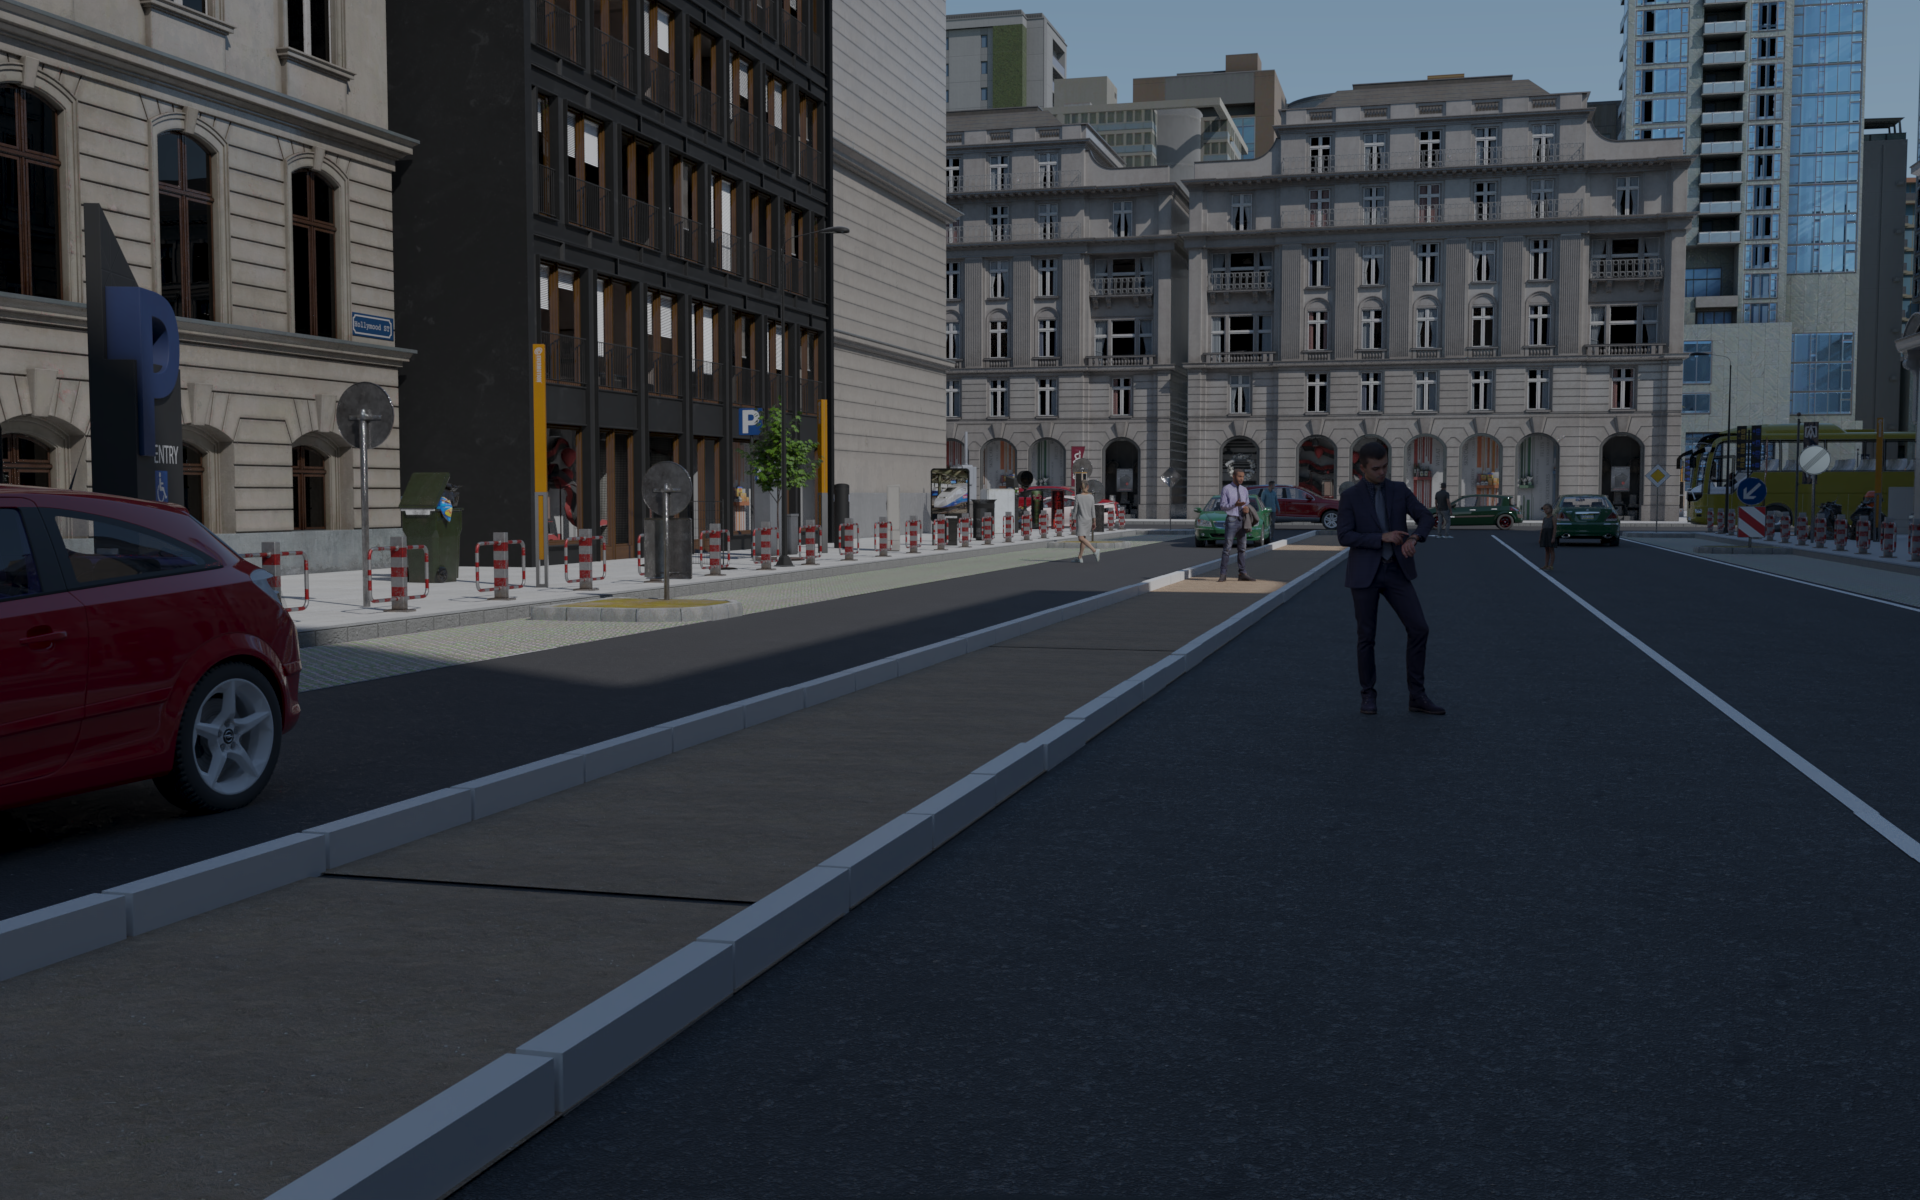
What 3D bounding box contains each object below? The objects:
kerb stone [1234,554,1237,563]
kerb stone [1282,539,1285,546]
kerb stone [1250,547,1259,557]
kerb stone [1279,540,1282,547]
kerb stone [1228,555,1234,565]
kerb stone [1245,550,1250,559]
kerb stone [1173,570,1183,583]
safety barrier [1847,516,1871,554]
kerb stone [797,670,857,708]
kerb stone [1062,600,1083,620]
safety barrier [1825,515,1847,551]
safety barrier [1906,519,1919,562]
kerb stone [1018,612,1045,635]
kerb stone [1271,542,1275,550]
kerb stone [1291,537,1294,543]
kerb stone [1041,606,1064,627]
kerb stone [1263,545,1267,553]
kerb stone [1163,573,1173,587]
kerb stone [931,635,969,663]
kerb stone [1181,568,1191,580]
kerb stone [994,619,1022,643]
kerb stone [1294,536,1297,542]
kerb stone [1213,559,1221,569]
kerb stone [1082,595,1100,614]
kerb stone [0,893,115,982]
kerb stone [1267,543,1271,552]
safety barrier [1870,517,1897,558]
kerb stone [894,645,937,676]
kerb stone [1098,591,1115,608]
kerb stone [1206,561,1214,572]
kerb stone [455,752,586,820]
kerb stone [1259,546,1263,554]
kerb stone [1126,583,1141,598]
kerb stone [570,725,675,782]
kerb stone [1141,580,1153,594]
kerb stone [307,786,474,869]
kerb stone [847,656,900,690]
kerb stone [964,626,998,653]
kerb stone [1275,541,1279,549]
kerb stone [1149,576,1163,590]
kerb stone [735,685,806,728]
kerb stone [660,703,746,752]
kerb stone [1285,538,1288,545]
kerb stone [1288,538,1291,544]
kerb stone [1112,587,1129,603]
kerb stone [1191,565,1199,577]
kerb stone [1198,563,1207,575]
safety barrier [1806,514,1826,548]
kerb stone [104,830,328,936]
[{"bbox_3d":[5.591,-0.828,35.785,0.120,0.150,1.000,1,4,15],"label":"kerb stone"},{"bbox_3d":[8.590,-1.497,46.676,0.120,0.150,1.000,1,4,15],"label":"kerb stone"},{"bbox_3d":[6.683,-1.070,39.735,0.120,0.150,1.000,1,4,15],"label":"kerb stone"},{"bbox_3d":[8.317,-1.437,45.689,0.120,0.150,1.000,1,4,15],"label":"kerb stone"},{"bbox_3d":[5.327,-0.771,34.796,0.120,0.150,1.000,1,4,15],"label":"kerb stone"},{"bbox_3d":[6.146,-0.952,37.757,0.120,0.150,1.000,1,4,15],"label":"kerb stone"},{"bbox_3d":[3.411,-0.343,27.857,0.120,0.150,1.000,1,4,15],"label":"kerb stone"},{"bbox_3d":[19.273,-1.387,36.948,0.300,0.817,1.120,1,4,15],"label":"safety barrier"},{"bbox_3d":[-0.947,0.626,12.014,0.120,0.150,1.000,1,4,15],"label":"kerb stone"},{"bbox_3d":[1.229,0.139,19.929,0.120,0.150,1.000,1,4,15],"label":"kerb stone"},{"bbox_3d":[19.843,-1.513,39.017,0.300,0.817,1.120,1,4,15],"label":"safety barrier"},{"bbox_3d":[18.140,-1.135,32.829,0.300,0.817,1.120,1,4,15],"label":"safety barrier"},{"bbox_3d":[0.686,0.259,17.953,0.120,0.150,1.000,1,4,15],"label":"kerb stone"},{"bbox_3d":[7.774,-1.314,43.706,0.120,0.150,1.000,1,4,15],"label":"kerb stone"},{"bbox_3d":[9.410,-1.676,49.645,0.120,0.150,1.000,1,4,15],"label":"kerb stone"},{"bbox_3d":[0.951,0.199,18.942,0.120,0.150,1.000,1,4,15],"label":"kerb stone"},{"bbox_3d":[7.220,-1.191,41.724,0.120,0.150,1.000,1,4,15],"label":"kerb stone"},{"bbox_3d":[3.133,-0.284,26.870,0.120,0.150,1.000,1,4,15],"label":"kerb stone"},{"bbox_3d":[-0.136,0.444,14.981,0.120,0.150,1.000,1,4,15],"label":"kerb stone"},{"bbox_3d":[3.684,-0.406,28.845,0.120,0.150,1.000,1,4,15],"label":"kerb stone"},{"bbox_3d":[0.413,0.320,16.965,0.120,0.150,1.000,1,4,15],"label":"kerb stone"},{"bbox_3d":[9.682,-1.740,50.640,0.120,0.150,1.000,1,4,15],"label":"kerb stone"},{"bbox_3d":[4.774,-0.649,32.807,0.120,0.150,1.000,1,4,15],"label":"kerb stone"},{"bbox_3d":[1.504,0.078,20.916,0.120,0.150,1.000,1,4,15],"label":"kerb stone"},{"bbox_3d":[-2.857,1.047,5.072,0.120,0.150,1.000,1,4,15],"label":"kerb stone"},{"bbox_3d":[7.504,-1.255,42.710,0.120,0.150,1.000,1,4,15],"label":"kerb stone"},{"bbox_3d":[18.704,-1.261,34.887,0.300,0.817,1.120,1,4,15],"label":"safety barrier"},{"bbox_3d":[-0.403,0.502,13.991,0.120,0.150,1.000,1,4,15],"label":"kerb stone"},{"bbox_3d":[1.779,0.017,21.910,0.120,0.150,1.000,1,4,15],"label":"kerb stone"},{"bbox_3d":[4.501,-0.588,31.819,0.120,0.150,1.000,1,4,15],"label":"kerb stone"},{"bbox_3d":[-2.042,0.865,8.052,0.120,0.150,1.000,1,4,15],"label":"kerb stone"},{"bbox_3d":[6.958,-1.134,40.732,0.120,0.150,1.000,1,4,15],"label":"kerb stone"},{"bbox_3d":[2.318,-0.103,23.886,0.120,0.150,1.000,1,4,15],"label":"kerb stone"},{"bbox_3d":[-1.772,0.805,9.042,0.120,0.150,1.000,1,4,15],"label":"kerb stone"},{"bbox_3d":[2.594,-0.157,24.873,0.120,0.150,1.000,1,4,15],"label":"kerb stone"},{"bbox_3d":[-2.315,0.926,7.064,0.120,0.150,1.000,1,4,15],"label":"kerb stone"},{"bbox_3d":[-0.678,0.565,13.005,0.120,0.150,1.000,1,4,15],"label":"kerb stone"},{"bbox_3d":[0.143,0.380,15.977,0.120,0.150,1.000,1,4,15],"label":"kerb stone"},{"bbox_3d":[8.051,-1.376,44.700,0.120,0.150,1.000,1,4,15],"label":"kerb stone"},{"bbox_3d":[2.864,-0.225,25.870,0.120,0.150,1.000,1,4,15],"label":"kerb stone"},{"bbox_3d":[-1.227,0.684,11.020,0.120,0.150,1.000,1,4,15],"label":"kerb stone"},{"bbox_3d":[-1.501,0.744,10.030,0.120,0.150,1.000,1,4,15],"label":"kerb stone"},{"bbox_3d":[8.862,-1.558,47.666,0.120,0.150,1.000,1,4,15],"label":"kerb stone"},{"bbox_3d":[9.134,-1.618,48.654,0.120,0.150,1.000,1,4,15],"label":"kerb stone"},{"bbox_3d":[2.050,-0.043,22.898,0.120,0.150,1.000,1,4,15],"label":"kerb stone"},{"bbox_3d":[3.951,-0.463,29.839,0.120,0.150,1.000,1,4,15],"label":"kerb stone"},{"bbox_3d":[4.233,-0.528,30.831,0.120,0.150,1.000,1,4,15],"label":"kerb stone"},{"bbox_3d":[20.408,-1.639,41.075,0.300,0.817,1.120,1,4,15],"label":"safety barrier"},{"bbox_3d":[-2.582,0.987,6.064,0.120,0.150,1.000,1,4,15],"label":"kerb stone"}]
